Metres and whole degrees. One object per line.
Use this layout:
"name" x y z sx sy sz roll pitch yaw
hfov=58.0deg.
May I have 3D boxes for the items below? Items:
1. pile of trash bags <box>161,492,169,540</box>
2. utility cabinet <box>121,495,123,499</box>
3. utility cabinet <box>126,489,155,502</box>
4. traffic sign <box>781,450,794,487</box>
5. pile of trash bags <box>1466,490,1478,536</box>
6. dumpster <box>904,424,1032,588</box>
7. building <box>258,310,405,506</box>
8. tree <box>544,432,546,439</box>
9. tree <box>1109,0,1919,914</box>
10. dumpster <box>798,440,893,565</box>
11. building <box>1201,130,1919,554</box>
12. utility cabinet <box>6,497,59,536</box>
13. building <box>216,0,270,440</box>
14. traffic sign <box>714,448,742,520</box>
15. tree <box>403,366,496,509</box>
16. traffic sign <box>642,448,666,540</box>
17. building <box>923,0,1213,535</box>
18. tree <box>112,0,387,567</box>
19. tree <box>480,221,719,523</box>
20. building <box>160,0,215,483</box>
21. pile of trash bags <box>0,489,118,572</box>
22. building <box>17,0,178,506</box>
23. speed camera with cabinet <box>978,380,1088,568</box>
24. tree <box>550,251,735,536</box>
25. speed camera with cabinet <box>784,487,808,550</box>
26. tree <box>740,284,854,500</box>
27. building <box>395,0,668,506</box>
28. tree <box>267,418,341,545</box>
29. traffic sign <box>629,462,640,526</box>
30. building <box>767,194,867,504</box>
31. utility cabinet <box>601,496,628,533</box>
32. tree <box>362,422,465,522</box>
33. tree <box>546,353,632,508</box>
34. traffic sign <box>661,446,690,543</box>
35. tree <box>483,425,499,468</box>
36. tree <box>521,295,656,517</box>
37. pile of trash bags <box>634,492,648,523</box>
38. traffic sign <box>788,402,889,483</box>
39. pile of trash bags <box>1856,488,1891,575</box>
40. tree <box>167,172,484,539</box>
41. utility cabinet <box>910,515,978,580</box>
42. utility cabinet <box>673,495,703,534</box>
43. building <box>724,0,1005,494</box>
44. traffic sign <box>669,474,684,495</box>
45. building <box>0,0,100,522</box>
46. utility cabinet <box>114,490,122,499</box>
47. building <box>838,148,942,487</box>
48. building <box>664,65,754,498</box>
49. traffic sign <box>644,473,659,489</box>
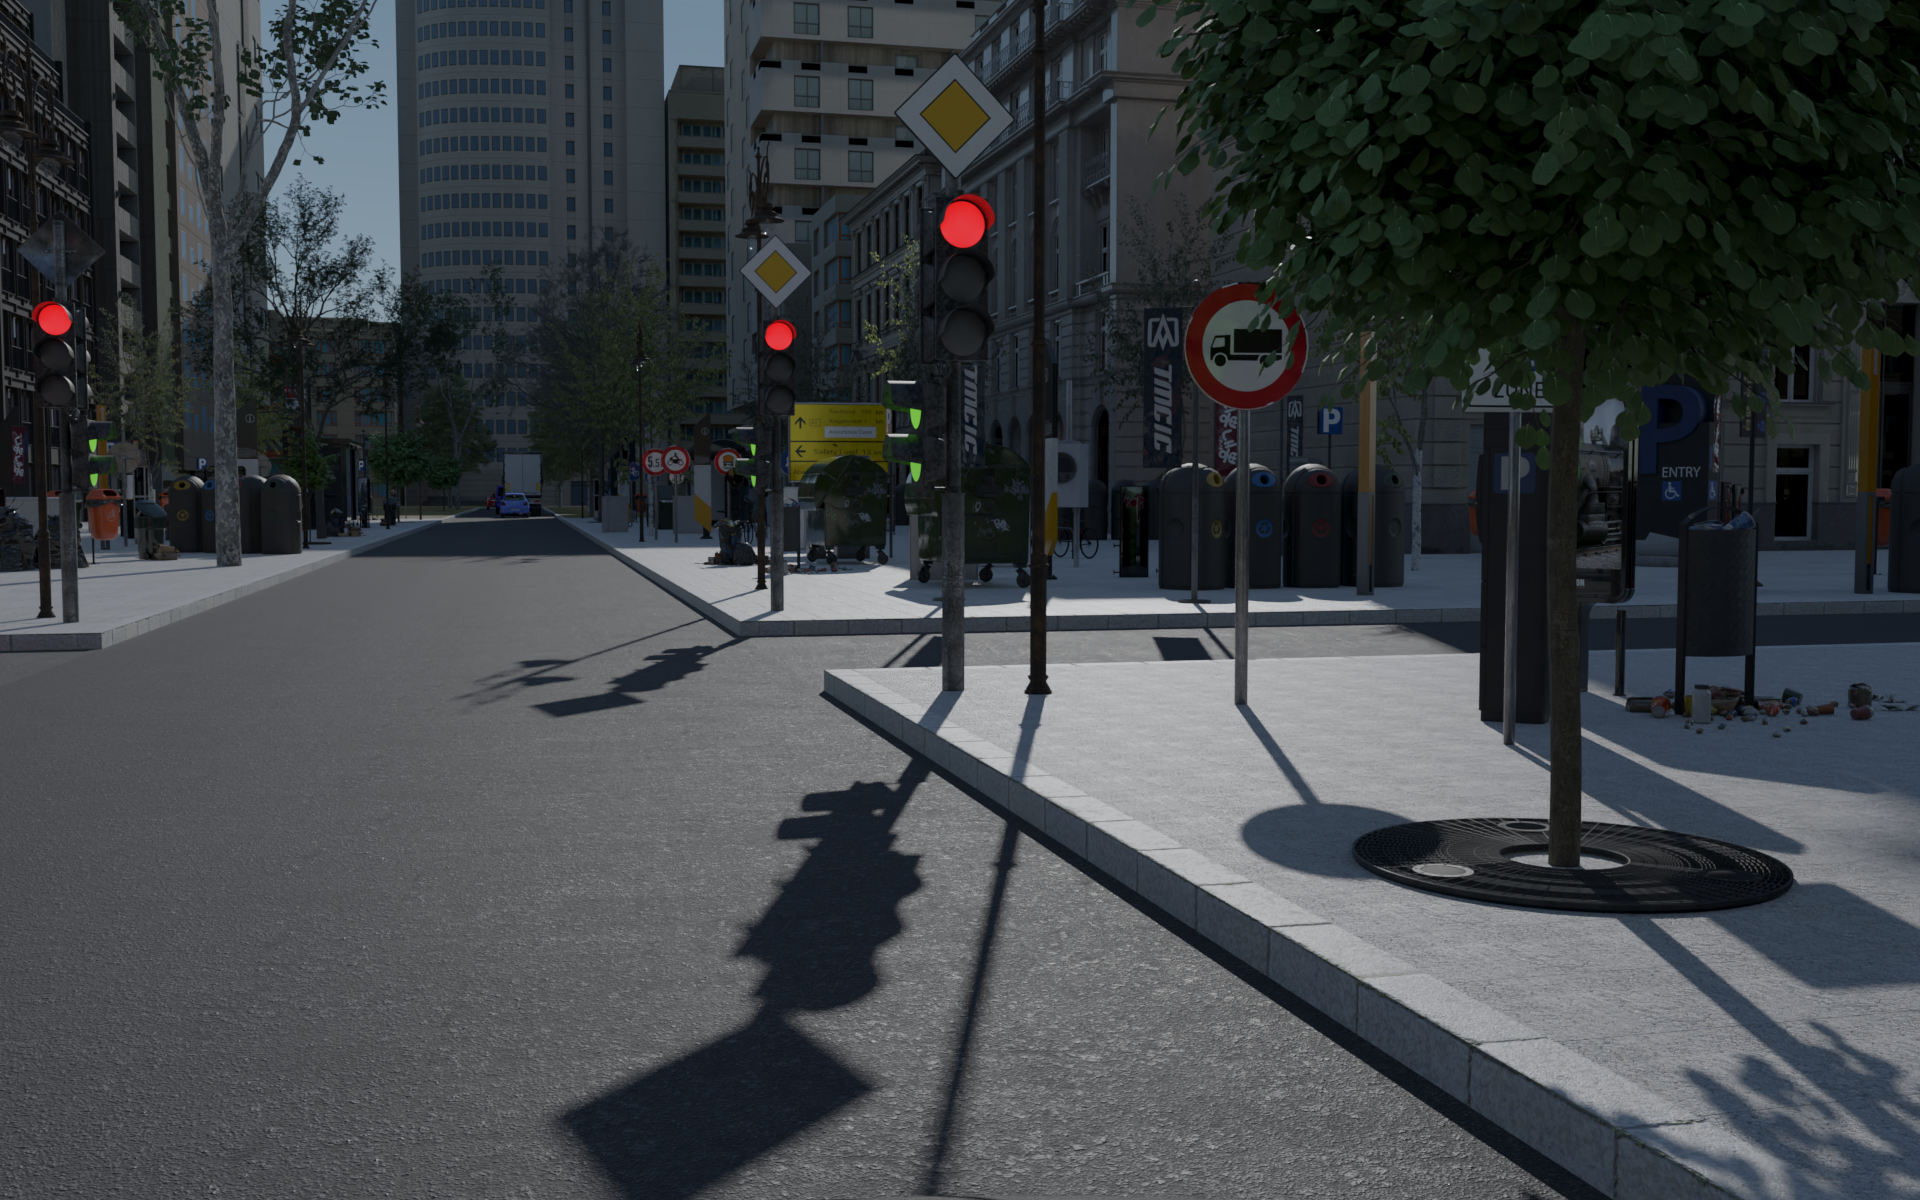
"pile of trash bags" -21.333 -2.369 48.487 1.912 1.369 3.447 -3 4 -39
"utility cabinet" -39.355 -4.363 82.497 1.020 1.237 0.306 -1 4 -16
"utility cabinet" -36.208 -4.150 76.524 1.173 1.500 0.318 -1 4 -20
"traffic sign" -4.681 -2.964 48.568 0.768 2.556 0.104 0 4 -7
"pile of trash bags" 11.502 -1.546 35.034 3.447 1.369 1.912 -2 4 -35
"dumpster" 0.156 -1.330 24.235 1.502 2.255 1.985 -1 4 -14
"building" -77.118 -21.254 192.540 28.899 21.520 27.650 -1 4 -14
"tree" -36.148 -12.687 157.787 4.360 8.622 3.978 0 3 0
"tree" 2.163 -1.357 5.904 4.285 4.588 4.351 0 3 0
"dumpster" -2.116 -1.808 32.062 1.502 2.255 1.985 -1 4 -14
"building" 19.967 -15.115 44.390 25.104 27.353 12.463 -1 4 -14
"utility cabinet" -19.520 -1.551 36.517 1.020 1.237 0.306 -2 4 -30
"building" -67.338 -32.989 128.606 27.495 52.752 28.713 -1 4 -14
"traffic sign" -6.423 -2.933 48.067 0.768 2.556 0.104 -1 4 -9
"tree" -44.730 -14.303 151.981 7.486 12.596 7.792 0 3 0
"traffic sign" -8.507 -2.956 48.435 0.768 2.556 0.104 0 4 -7
"building" 7.716 -13.734 66.348 13.314 21.916 24.055 -1 4 -14
"tree" -11.537 -10.664 30.241 12.611 20.169 13.585 0 3 0
"tree" -15.963 -10.212 77.333 12.009 13.543 11.850 0 3 0
"building" -53.855 -27.846 105.399 14.600 45.320 14.200 -1 4 -14
"pile of trash bags" -16.015 -1.245 30.115 1.912 1.369 3.447 1 4 19
"building" -50.752 -19.588 91.963 14.160 30.474 14.107 -1 4 -14
"speed camera with cabinet" 1.189 -2.199 30.296 2.038 3.252 0.660 1 4 20
"tree" -9.274 -6.253 52.607 4.737 8.622 4.395 0 3 0
"speed camera with cabinet" -3.463 -2.839 40.747 0.660 3.252 2.038 1 4 20
"tree" -5.244 -6.787 61.334 4.360 8.622 3.978 0 3 0
"building" -48.182 -39.955 195.265 28.212 58.520 21.231 -1 4 -14
"tree" -16.503 -3.026 44.070 1.663 3.219 1.824 0 3 0
"traffic sign" -13.107 -4.221 69.115 0.768 2.556 0.104 -1 4 -12
"building" 2.687 -16.662 117.469 27.650 21.520 28.899 -1 4 -14
"utility cabinet" -11.544 -2.861 57.945 0.306 1.237 1.020 2 4 30
"tree" -25.548 -5.815 78.790 4.285 4.588 4.351 0 3 0
"tree" -18.646 -8.430 88.187 4.360 8.622 3.978 0 3 0
"traffic sign" -7.475 -2.780 45.563 0.768 2.556 0.104 -1 4 -8
"tree" -47.743 -14.110 165.117 8.767 10.594 7.601 0 4 5
"tree" -20.427 -10.967 97.433 7.486 12.596 7.792 0 3 0
"pile of trash bags" -13.146 -4.058 76.099 3.447 1.369 1.912 3 5 41
"traffic sign" -2.682 -2.729 38.492 2.265 3.308 0.079 -1 4 -11
"pile of trash bags" 15.892 -1.056 27.010 3.447 1.369 1.912 2 4 31
"tree" -18.387 -7.053 49.723 8.767 10.594 7.601 -1 4 -15
"utility cabinet" -0.243 -0.907 25.986 1.020 1.237 0.306 0 4 -2
"utility cabinet" -8.781 -2.753 56.173 1.020 1.237 0.306 0 4 2
"building" -4.544 -33.913 143.720 28.713 52.752 27.495 -1 4 -14
"traffic sign" -14.712 -5.496 89.965 0.768 2.556 0.104 0 4 -5
"building" -44.461 -14.815 71.910 12.332 23.373 15.834 -1 4 -14
"utility cabinet" -41.559 -4.723 85.899 1.173 1.500 0.318 3 4 38
"building" 0.783 -13.628 87.438 10.561 19.102 19.286 -1 4 -14
"building" -23.961 -35.342 201.549 21.600 48.544 21.300 -1 4 -14
"traffic sign" -15.854 -5.446 89.146 0.768 2.556 0.104 -1 4 -9
